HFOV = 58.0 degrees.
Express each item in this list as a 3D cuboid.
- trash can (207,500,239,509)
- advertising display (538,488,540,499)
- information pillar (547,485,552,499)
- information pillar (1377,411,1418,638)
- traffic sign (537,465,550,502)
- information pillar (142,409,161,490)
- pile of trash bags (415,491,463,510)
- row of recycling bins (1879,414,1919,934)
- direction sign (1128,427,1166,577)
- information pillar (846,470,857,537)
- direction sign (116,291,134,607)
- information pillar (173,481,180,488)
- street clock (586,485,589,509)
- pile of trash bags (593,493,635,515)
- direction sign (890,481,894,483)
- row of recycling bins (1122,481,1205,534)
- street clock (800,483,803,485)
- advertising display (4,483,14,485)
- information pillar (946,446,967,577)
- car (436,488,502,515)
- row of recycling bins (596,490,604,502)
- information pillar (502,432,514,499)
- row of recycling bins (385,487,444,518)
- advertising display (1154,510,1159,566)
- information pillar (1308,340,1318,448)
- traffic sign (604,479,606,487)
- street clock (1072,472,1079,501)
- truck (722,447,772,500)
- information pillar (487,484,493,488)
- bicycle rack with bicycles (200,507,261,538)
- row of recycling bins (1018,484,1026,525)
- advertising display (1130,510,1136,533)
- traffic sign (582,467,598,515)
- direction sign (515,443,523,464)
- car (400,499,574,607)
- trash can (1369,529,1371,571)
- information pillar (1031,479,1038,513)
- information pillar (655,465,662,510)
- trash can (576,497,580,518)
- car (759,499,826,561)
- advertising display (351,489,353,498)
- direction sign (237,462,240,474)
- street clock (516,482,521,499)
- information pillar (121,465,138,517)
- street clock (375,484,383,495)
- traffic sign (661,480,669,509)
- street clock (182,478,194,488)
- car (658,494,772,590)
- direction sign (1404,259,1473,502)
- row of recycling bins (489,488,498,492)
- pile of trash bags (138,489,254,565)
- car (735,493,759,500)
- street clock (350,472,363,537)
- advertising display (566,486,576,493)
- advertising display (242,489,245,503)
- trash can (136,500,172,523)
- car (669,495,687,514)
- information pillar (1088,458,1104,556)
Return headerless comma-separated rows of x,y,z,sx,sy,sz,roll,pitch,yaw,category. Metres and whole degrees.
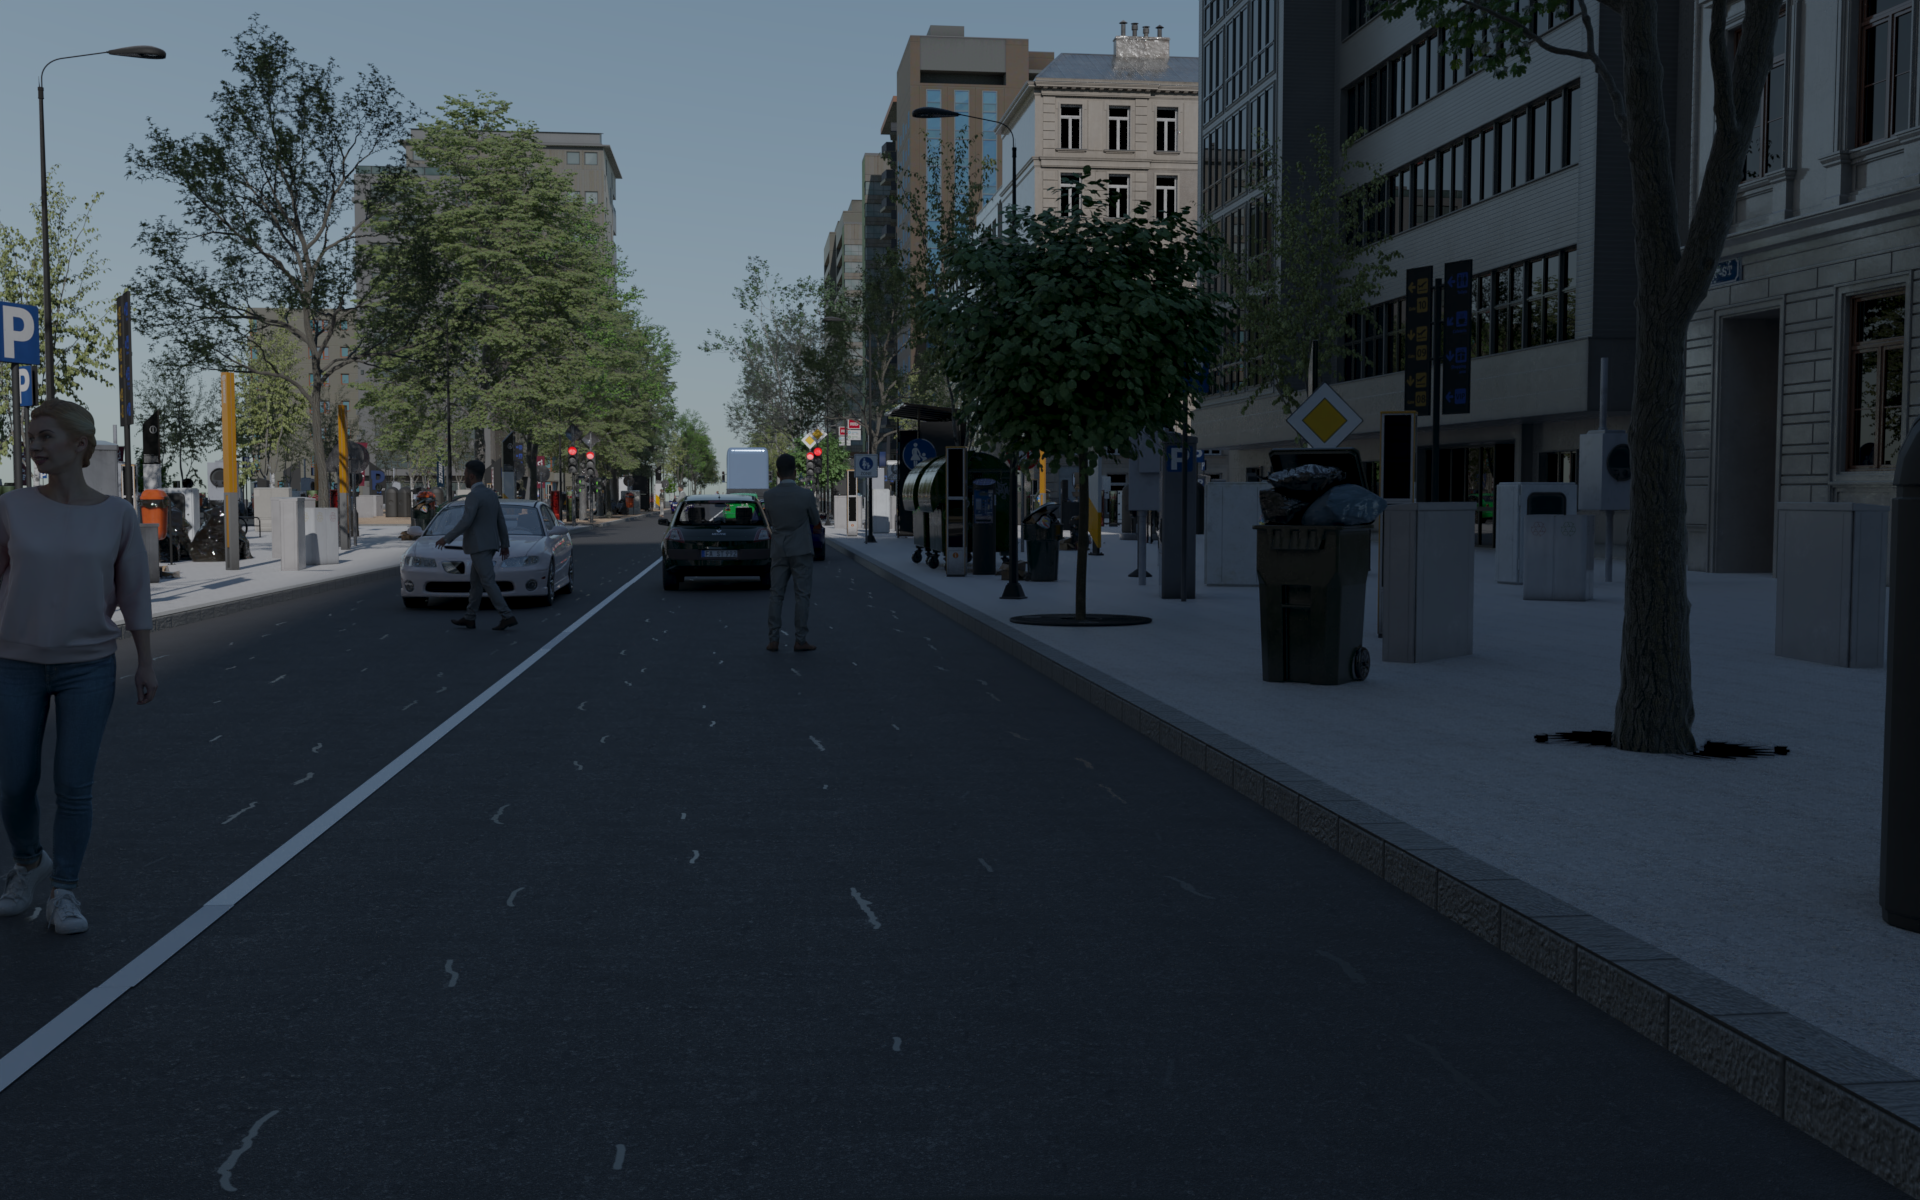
-18.066,-1.887,42.504,0.748,1.137,0.748,0,3,0,trash can
-34.179,-8.213,139.503,0.974,1.923,0.123,2,4,34,advertising display
-31.547,-7.866,133.093,0.304,2.012,0.304,-2,4,-35,information pillar
3.904,-0.671,15.457,0.304,2.012,0.304,1,4,19,information pillar
-18.357,-4.640,75.977,0.768,2.556,0.104,0,4,2,traffic sign
-22.399,-3.468,48.061,0.504,3.616,0.183,0,4,7,information pillar
-15.409,-2.662,53.269,1.912,1.369,3.447,2,4,25,pile of trash bags
3.646,0.200,3.846,1.069,1.692,3.534,-1,4,-21,row of recycling bins
2.795,-2.126,26.759,0.876,3.537,0.379,-2,4,-26,direction sign
-3.275,-2.933,52.441,0.304,2.012,0.304,-1,4,-10,information pillar
-9.485,-1.697,19.738,0.379,3.537,0.876,-2,4,-33,direction sign
-42.741,-5.507,94.525,0.304,2.012,0.304,0,4,-2,information pillar
-31.258,-8.608,145.309,0.358,2.002,0.471,2,4,31,street clock
-20.999,-5.899,106.196,1.912,1.369,3.447,-3,5,-44,pile of trash bags
-5.150,-8.037,123.395,0.876,3.537,0.379,0,4,1,direction sign
6.586,-3.011,56.341,1.069,1.692,3.534,-3,4,-38,row of recycling bins
-8.502,-5.389,92.675,0.358,2.002,0.471,1,4,12,street clock
-52.753,-5.584,96.504,0.974,1.923,0.123,0,4,6,advertising display
-0.052,-1.368,26.864,0.304,2.012,0.304,0,4,6,information pillar
-20.881,-3.856,72.831,4.222,1.686,2.009,0,4,-7,car
-28.981,-8.513,146.293,3.534,1.692,1.069,0,4,-6,row of recycling bins
-16.814,-4.472,64.478,0.183,3.616,0.504,3,4,38,information pillar
-29.903,-5.368,94.880,3.534,1.692,1.069,1,4,15,row of recycling bins
3.580,-1.560,30.724,0.123,1.923,0.974,0,4,2,advertising display
5.419,-2.158,26.645,0.183,3.616,0.504,0,4,4,information pillar
-27.693,-8.341,136.483,0.768,2.556,0.104,0,4,-6,traffic sign
3.886,-3.253,57.750,0.358,2.002,0.471,-1,4,-9,street clock
-11.449,-6.389,94.211,2.967,4.110,18.799,0,4,-8,truck
-33.254,-7.225,122.624,0.304,2.012,0.304,1,4,22,information pillar
-21.716,-2.265,50.417,2.925,0.926,2.852,2,4,27,bicycle rack with bicycles
0.945,-3.913,71.090,3.534,1.692,1.069,0,4,-4,row of recycling bins
5.489,-2.842,51.685,0.974,1.923,0.123,-2,4,-32,advertising display
-17.113,-4.894,80.125,0.768,2.556,0.104,0,4,-6,traffic sign
-19.695,-5.164,76.423,0.876,3.537,0.379,0,4,3,direction sign
-6.331,-0.683,23.530,2.083,1.381,4.827,0,4,-8,car
6.235,-0.975,27.587,0.748,1.137,0.748,0,3,0,trash can
3.710,-5.016,86.502,0.304,2.012,0.304,-1,4,-16,information pillar
-23.945,-8.946,137.615,0.504,3.616,0.183,-1,4,-14,information pillar
-20.153,-4.865,91.200,0.748,1.137,0.748,0,3,0,trash can
-3.925,-1.589,38.565,1.945,1.354,3.894,0,4,-7,car
-47.470,-7.950,135.197,0.974,1.923,0.123,2,4,33,advertising display
-50.317,-7.833,120.073,0.876,3.537,0.379,1,4,14,direction sign
-26.916,-6.147,105.069,0.471,2.002,0.358,-3,5,-40,street clock
-20.823,-2.382,43.444,0.304,2.012,0.304,-1,4,-15,information pillar
-42.205,-7.416,125.827,0.471,2.002,0.358,1,4,12,street clock
-25.770,-9.244,151.250,0.768,2.556,0.104,0,4,1,traffic sign
-34.890,-4.509,78.288,0.471,2.002,0.358,-2,4,-32,street clock
-3.771,-1.071,27.301,2.009,1.686,4.222,0,4,-7,car
4.712,-1.538,17.151,0.379,3.537,0.876,-2,4,-29,direction sign
-31.400,-6.644,115.744,1.069,1.692,3.534,-1,4,-13,row of recycling bins
-14.695,-1.405,32.728,1.912,1.369,3.447,0,4,-7,pile of trash bags
-9.911,-4.316,79.365,1.959,1.807,4.718,0,4,-6,car
-18.147,-2.895,51.896,0.471,2.002,0.358,0,4,6,street clock
-32.224,-8.463,143.580,0.123,1.923,0.974,3,5,43,advertising display
-54.805,-7.776,132.345,0.123,1.923,0.974,-2,4,-29,advertising display
-18.181,-1.680,39.118,0.748,1.137,0.748,0,3,0,trash can
-20.136,-6.921,125.746,1.945,1.354,3.894,-1,4,-9,car
2.806,-2.740,36.147,0.183,3.616,0.504,-2,4,-27,information pillar
